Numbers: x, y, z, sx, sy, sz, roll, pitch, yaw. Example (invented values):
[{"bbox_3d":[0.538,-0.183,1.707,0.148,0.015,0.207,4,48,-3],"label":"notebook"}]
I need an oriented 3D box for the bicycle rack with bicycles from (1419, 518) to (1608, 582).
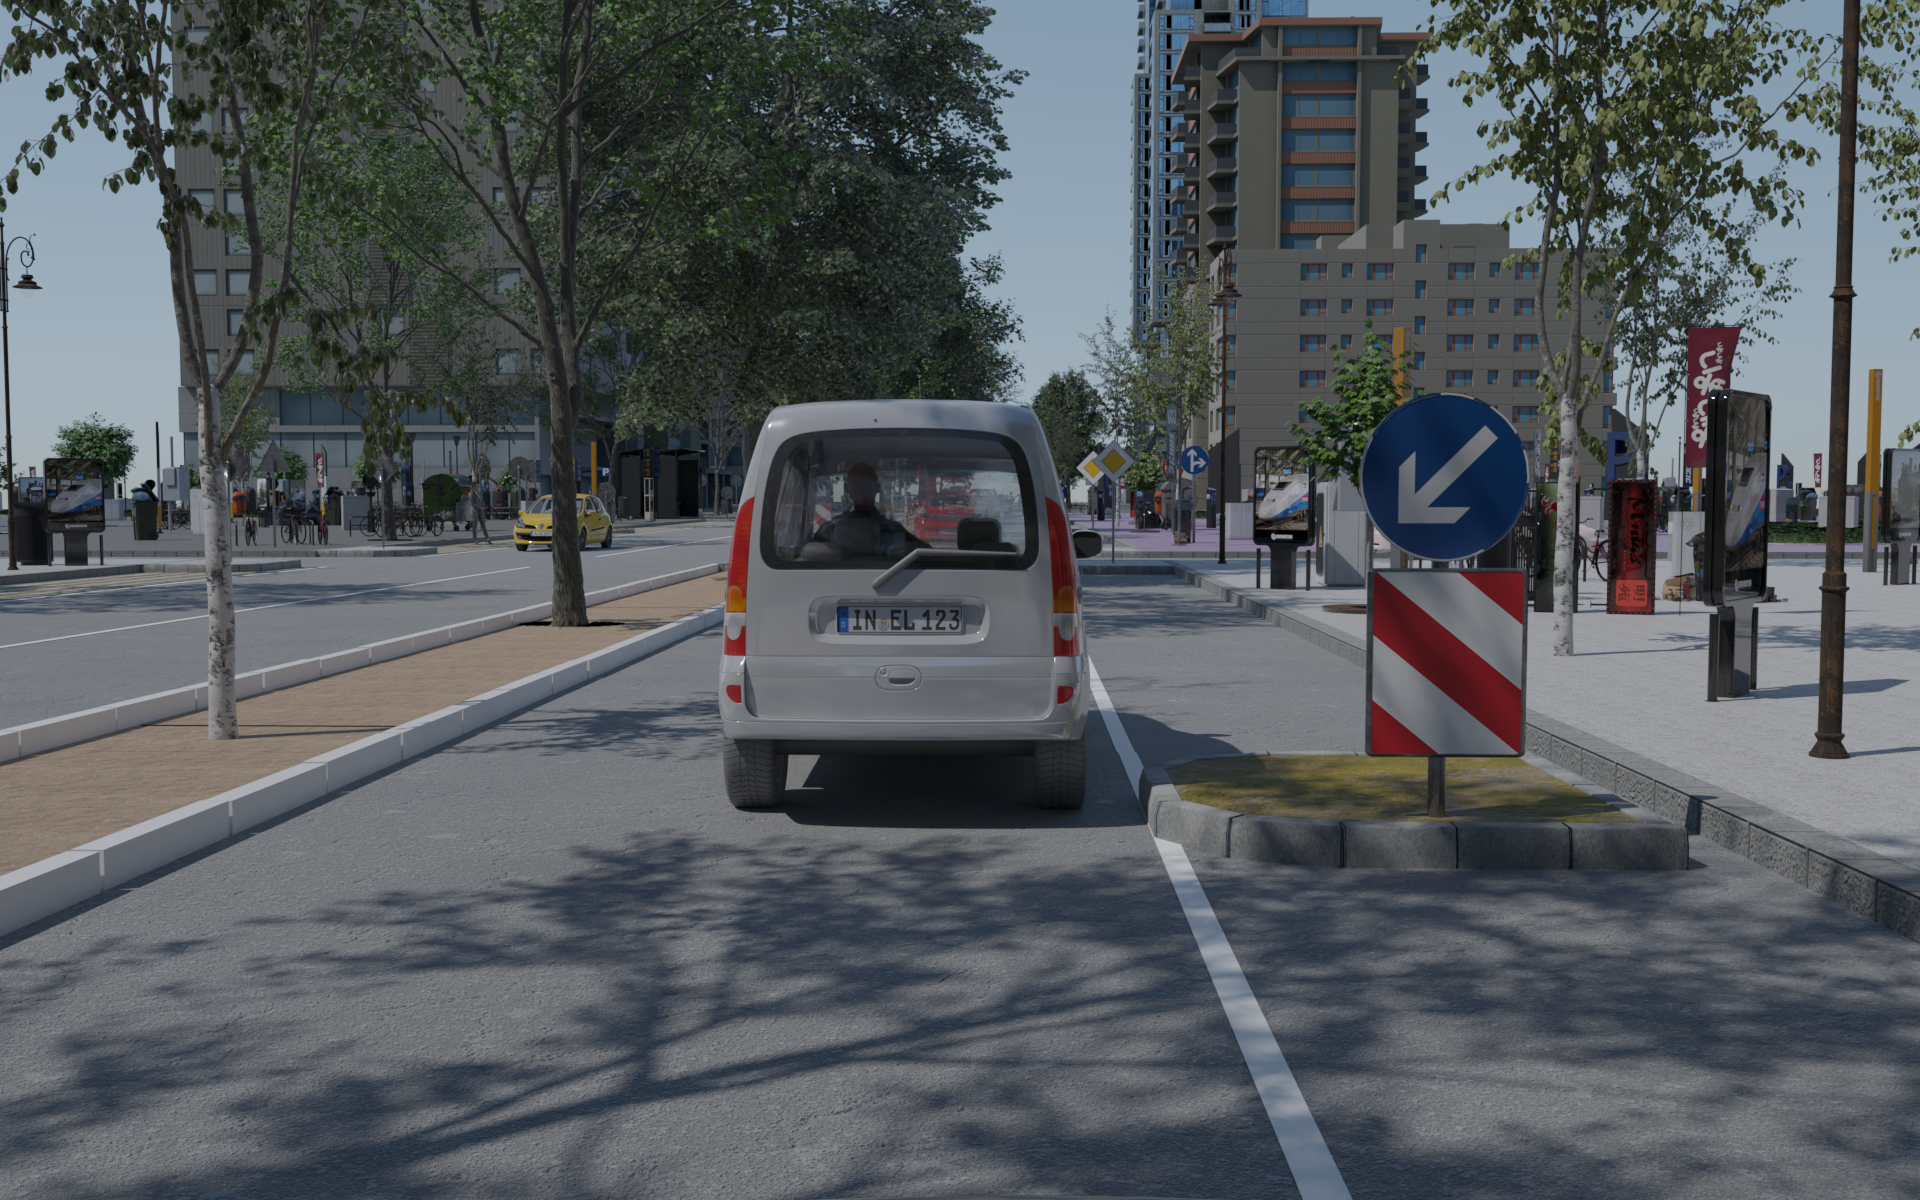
[{"bbox_3d":[8.228,-0.784,26.193,2.852,0.926,2.925,0,4,-8],"label":"bicycle rack with bicycles"}]

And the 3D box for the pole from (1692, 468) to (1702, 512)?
[{"bbox_3d":[17.990,-2.960,42.245,0.158,3.312,0.155,0,3,0],"label":"pole"}]

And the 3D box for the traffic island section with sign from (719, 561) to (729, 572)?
[{"bbox_3d":[-3.426,-1.501,32.673,2.006,1.907,1.989,0,4,2],"label":"traffic island section with sign"}]

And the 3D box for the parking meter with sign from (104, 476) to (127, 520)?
[{"bbox_3d":[-42.393,-5.491,86.043,1.738,3.016,0.543,-2,4,-29],"label":"parking meter with sign"}]

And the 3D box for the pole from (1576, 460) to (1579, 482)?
[{"bbox_3d":[37.236,-6.774,104.604,0.158,3.312,0.155,0,3,0],"label":"pole"}]

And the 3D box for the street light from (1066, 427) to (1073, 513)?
[{"bbox_3d":[7.551,-8.978,119.584,0.468,5.910,1.993,0,4,2],"label":"street light"}]

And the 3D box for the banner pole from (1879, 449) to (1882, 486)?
[{"bbox_3d":[50.940,-6.480,95.961,0.401,3.779,0.863,1,4,19],"label":"banner pole"}]

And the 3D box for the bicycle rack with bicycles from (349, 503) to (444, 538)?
[{"bbox_3d":[-16.875,-2.372,52.156,2.852,0.926,2.925,3,5,42],"label":"bicycle rack with bicycles"}]

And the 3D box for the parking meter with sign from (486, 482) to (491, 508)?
[{"bbox_3d":[-29.295,-6.758,106.753,0.543,3.016,1.738,-2,4,-30],"label":"parking meter with sign"}]

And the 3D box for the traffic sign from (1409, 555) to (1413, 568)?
[{"bbox_3d":[6.638,-1.426,25.440,0.606,2.300,0.079,0,4,8],"label":"traffic sign"}]

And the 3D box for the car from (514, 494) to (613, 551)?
[{"bbox_3d":[-10.223,-2.109,44.700,2.015,1.641,3.980,0,4,3],"label":"car"}]

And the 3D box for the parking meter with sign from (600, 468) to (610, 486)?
[{"bbox_3d":[-23.504,-7.217,114.252,0.543,3.016,1.738,0,4,-1],"label":"parking meter with sign"}]

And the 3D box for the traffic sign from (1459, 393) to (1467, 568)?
[{"bbox_3d":[6.470,-1.364,22.306,0.884,2.594,0.081,0,4,6],"label":"traffic sign"}]

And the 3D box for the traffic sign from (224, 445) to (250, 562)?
[{"bbox_3d":[-13.789,-1.776,32.685,0.795,2.450,0.064,0,4,2],"label":"traffic sign"}]

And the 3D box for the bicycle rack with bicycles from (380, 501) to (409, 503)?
[{"bbox_3d":[-21.509,-3.295,67.253,2.852,0.926,2.925,-1,4,-13],"label":"bicycle rack with bicycles"}]

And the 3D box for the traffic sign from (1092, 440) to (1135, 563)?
[{"bbox_3d":[2.848,-1.745,32.171,0.795,2.450,0.064,0,4,2],"label":"traffic sign"}]

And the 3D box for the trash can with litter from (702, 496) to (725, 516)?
[{"bbox_3d":[-14.919,-5.534,101.541,2.233,1.210,1.678,0,3,0],"label":"trash can with litter"}]

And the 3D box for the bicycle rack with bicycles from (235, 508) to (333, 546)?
[{"bbox_3d":[-17.252,-1.868,43.918,2.852,0.926,2.925,-1,4,-22],"label":"bicycle rack with bicycles"}]

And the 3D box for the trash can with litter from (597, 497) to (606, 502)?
[{"bbox_3d":[-18.981,-4.971,92.670,0.624,1.170,1.055,-3,4,-36],"label":"trash can with litter"}]

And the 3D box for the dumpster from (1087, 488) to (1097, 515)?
[{"bbox_3d":[8.305,-6.038,104.482,1.264,1.857,1.865,0,4,2],"label":"dumpster"}]

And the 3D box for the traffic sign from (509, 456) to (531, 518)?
[{"bbox_3d":[-14.895,-3.576,58.572,0.768,2.556,0.104,0,4,8],"label":"traffic sign"}]

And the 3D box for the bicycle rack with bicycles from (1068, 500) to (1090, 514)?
[{"bbox_3d":[8.290,-6.027,111.925,2.852,0.926,2.925,3,4,38],"label":"bicycle rack with bicycles"}]

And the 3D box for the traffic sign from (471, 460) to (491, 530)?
[{"bbox_3d":[-17.135,-3.783,61.952,0.768,2.556,0.104,0,4,8],"label":"traffic sign"}]

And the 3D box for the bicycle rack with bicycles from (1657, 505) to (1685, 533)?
[{"bbox_3d":[23.391,-2.764,58.577,2.925,0.926,2.852,0,4,-8],"label":"bicycle rack with bicycles"}]

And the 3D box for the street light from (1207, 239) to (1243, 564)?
[{"bbox_3d":[4.826,-3.604,31.712,0.468,5.910,1.993,0,4,2],"label":"street light"}]

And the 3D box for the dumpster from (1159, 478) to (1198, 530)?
[{"bbox_3d":[7.862,-3.454,62.233,1.264,1.857,1.865,0,4,2],"label":"dumpster"}]

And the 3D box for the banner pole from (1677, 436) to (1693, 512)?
[{"bbox_3d":[31.399,-5.201,75.050,0.863,3.779,0.401,3,4,36],"label":"banner pole"}]

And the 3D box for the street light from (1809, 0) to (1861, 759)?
[{"bbox_3d":[4.244,-2.171,8.280,0.468,5.910,1.993,0,4,2],"label":"street light"}]

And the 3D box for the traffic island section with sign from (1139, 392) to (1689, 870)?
[{"bbox_3d":[1.814,0.065,7.563,1.989,1.847,2.006,0,4,2],"label":"traffic island section with sign"}]

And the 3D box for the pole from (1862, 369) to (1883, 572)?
[{"bbox_3d":[14.918,-2.108,28.309,0.158,3.312,0.155,0,3,0],"label":"pole"}]

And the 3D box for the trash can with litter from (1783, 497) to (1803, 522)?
[{"bbox_3d":[33.088,-3.513,68.823,0.624,1.170,1.055,2,4,32],"label":"trash can with litter"}]

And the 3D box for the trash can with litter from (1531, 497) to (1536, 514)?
[{"bbox_3d":[32.026,-5.110,94.604,1.678,1.210,2.233,-3,5,-42],"label":"trash can with litter"}]

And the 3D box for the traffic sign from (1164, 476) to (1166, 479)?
[{"bbox_3d":[9.061,-4.520,74.012,0.768,2.556,0.104,0,4,3],"label":"traffic sign"}]

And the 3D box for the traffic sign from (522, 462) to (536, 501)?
[{"bbox_3d":[-16.967,-4.142,67.828,0.768,2.556,0.104,1,4,10],"label":"traffic sign"}]

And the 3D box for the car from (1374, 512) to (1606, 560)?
[{"bbox_3d":[10.771,-1.422,35.615,4.827,1.381,2.083,0,4,2],"label":"car"}]

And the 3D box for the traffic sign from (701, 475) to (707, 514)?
[{"bbox_3d":[-17.050,-6.966,114.006,0.768,2.556,0.104,0,4,6],"label":"traffic sign"}]

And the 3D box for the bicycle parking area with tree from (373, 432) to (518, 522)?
[{"bbox_3d":[-25.020,-5.876,83.070,9.016,4.147,8.231,1,4,20],"label":"bicycle parking area with tree"}]

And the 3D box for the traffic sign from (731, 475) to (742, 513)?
[{"bbox_3d":[-14.954,-7.080,115.860,0.768,2.556,0.104,0,4,4],"label":"traffic sign"}]

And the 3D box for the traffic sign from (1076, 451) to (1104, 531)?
[{"bbox_3d":[3.085,-2.233,40.153,0.795,2.450,0.064,0,4,2],"label":"traffic sign"}]

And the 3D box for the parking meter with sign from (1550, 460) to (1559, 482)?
[{"bbox_3d":[30.480,-5.654,88.701,0.543,3.016,1.738,1,4,13],"label":"parking meter with sign"}]

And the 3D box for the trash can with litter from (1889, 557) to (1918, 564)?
[{"bbox_3d":[17.991,-1.270,31.824,2.233,1.210,1.678,0,4,-7],"label":"trash can with litter"}]

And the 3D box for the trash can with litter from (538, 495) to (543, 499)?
[{"bbox_3d":[-24.917,-5.533,101.517,2.233,1.210,1.678,0,4,-2],"label":"trash can with litter"}]

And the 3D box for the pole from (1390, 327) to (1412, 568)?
[{"bbox_3d":[5.422,-1.680,21.308,0.158,3.312,0.155,0,3,0],"label":"pole"}]

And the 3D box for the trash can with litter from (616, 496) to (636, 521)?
[{"bbox_3d":[-16.822,-4.491,84.482,2.233,1.210,1.678,-1,4,-15],"label":"trash can with litter"}]

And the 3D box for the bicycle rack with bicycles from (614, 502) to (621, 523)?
[{"bbox_3d":[-16.382,-3.923,77.528,2.852,0.926,2.925,0,4,-1],"label":"bicycle rack with bicycles"}]

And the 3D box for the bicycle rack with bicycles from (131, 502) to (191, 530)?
[{"bbox_3d":[-28.247,-3.012,62.622,2.925,0.926,2.852,-3,5,-42],"label":"bicycle rack with bicycles"}]

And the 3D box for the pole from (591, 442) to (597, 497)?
[{"bbox_3d":[-14.312,-4.522,67.779,0.158,3.312,0.155,0,3,0],"label":"pole"}]

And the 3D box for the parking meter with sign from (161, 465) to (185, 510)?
[{"bbox_3d":[-47.149,-6.542,103.218,1.738,3.016,0.543,0,4,-3],"label":"parking meter with sign"}]

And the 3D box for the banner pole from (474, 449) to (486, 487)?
[{"bbox_3d":[-26.513,-6.459,95.623,0.863,3.779,0.401,1,4,18],"label":"banner pole"}]

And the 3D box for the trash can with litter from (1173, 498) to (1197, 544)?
[{"bbox_3d":[5.830,-2.057,45.017,0.624,1.170,1.055,1,4,8],"label":"trash can with litter"}]

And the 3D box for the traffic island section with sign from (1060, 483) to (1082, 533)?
[{"bbox_3d":[3.437,-3.298,62.553,1.989,1.847,2.006,0,4,2],"label":"traffic island section with sign"}]

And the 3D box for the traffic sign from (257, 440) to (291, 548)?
[{"bbox_3d":[-16.429,-2.536,41.466,0.884,2.594,0.081,1,4,11],"label":"traffic sign"}]

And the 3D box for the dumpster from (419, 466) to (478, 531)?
[{"bbox_3d":[-17.758,-3.525,60.127,1.502,2.255,1.985,0,4,2],"label":"dumpster"}]

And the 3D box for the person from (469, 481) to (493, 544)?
[{"bbox_3d":[-13.618,-2.472,49.192,0.573,1.790,0.520,1,4,10],"label":"person"}]

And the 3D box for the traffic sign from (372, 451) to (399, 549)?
[{"bbox_3d":[-13.552,-2.264,40.666,0.795,2.450,0.064,0,4,2],"label":"traffic sign"}]

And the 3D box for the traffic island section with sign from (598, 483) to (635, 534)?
[{"bbox_3d":[-12.918,-3.325,62.999,1.989,1.847,2.006,0,4,2],"label":"traffic island section with sign"}]

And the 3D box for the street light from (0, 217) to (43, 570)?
[{"bbox_3d":[-15.982,-3.441,29.052,0.468,5.910,1.993,0,4,2],"label":"street light"}]

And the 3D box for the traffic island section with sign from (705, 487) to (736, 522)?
[{"bbox_3d":[-12.119,-4.973,89.942,1.989,1.847,2.006,0,4,2],"label":"traffic island section with sign"}]

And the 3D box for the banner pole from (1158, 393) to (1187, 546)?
[{"bbox_3d":[5.318,-3.232,42.861,0.401,3.779,0.863,3,4,39],"label":"banner pole"}]
